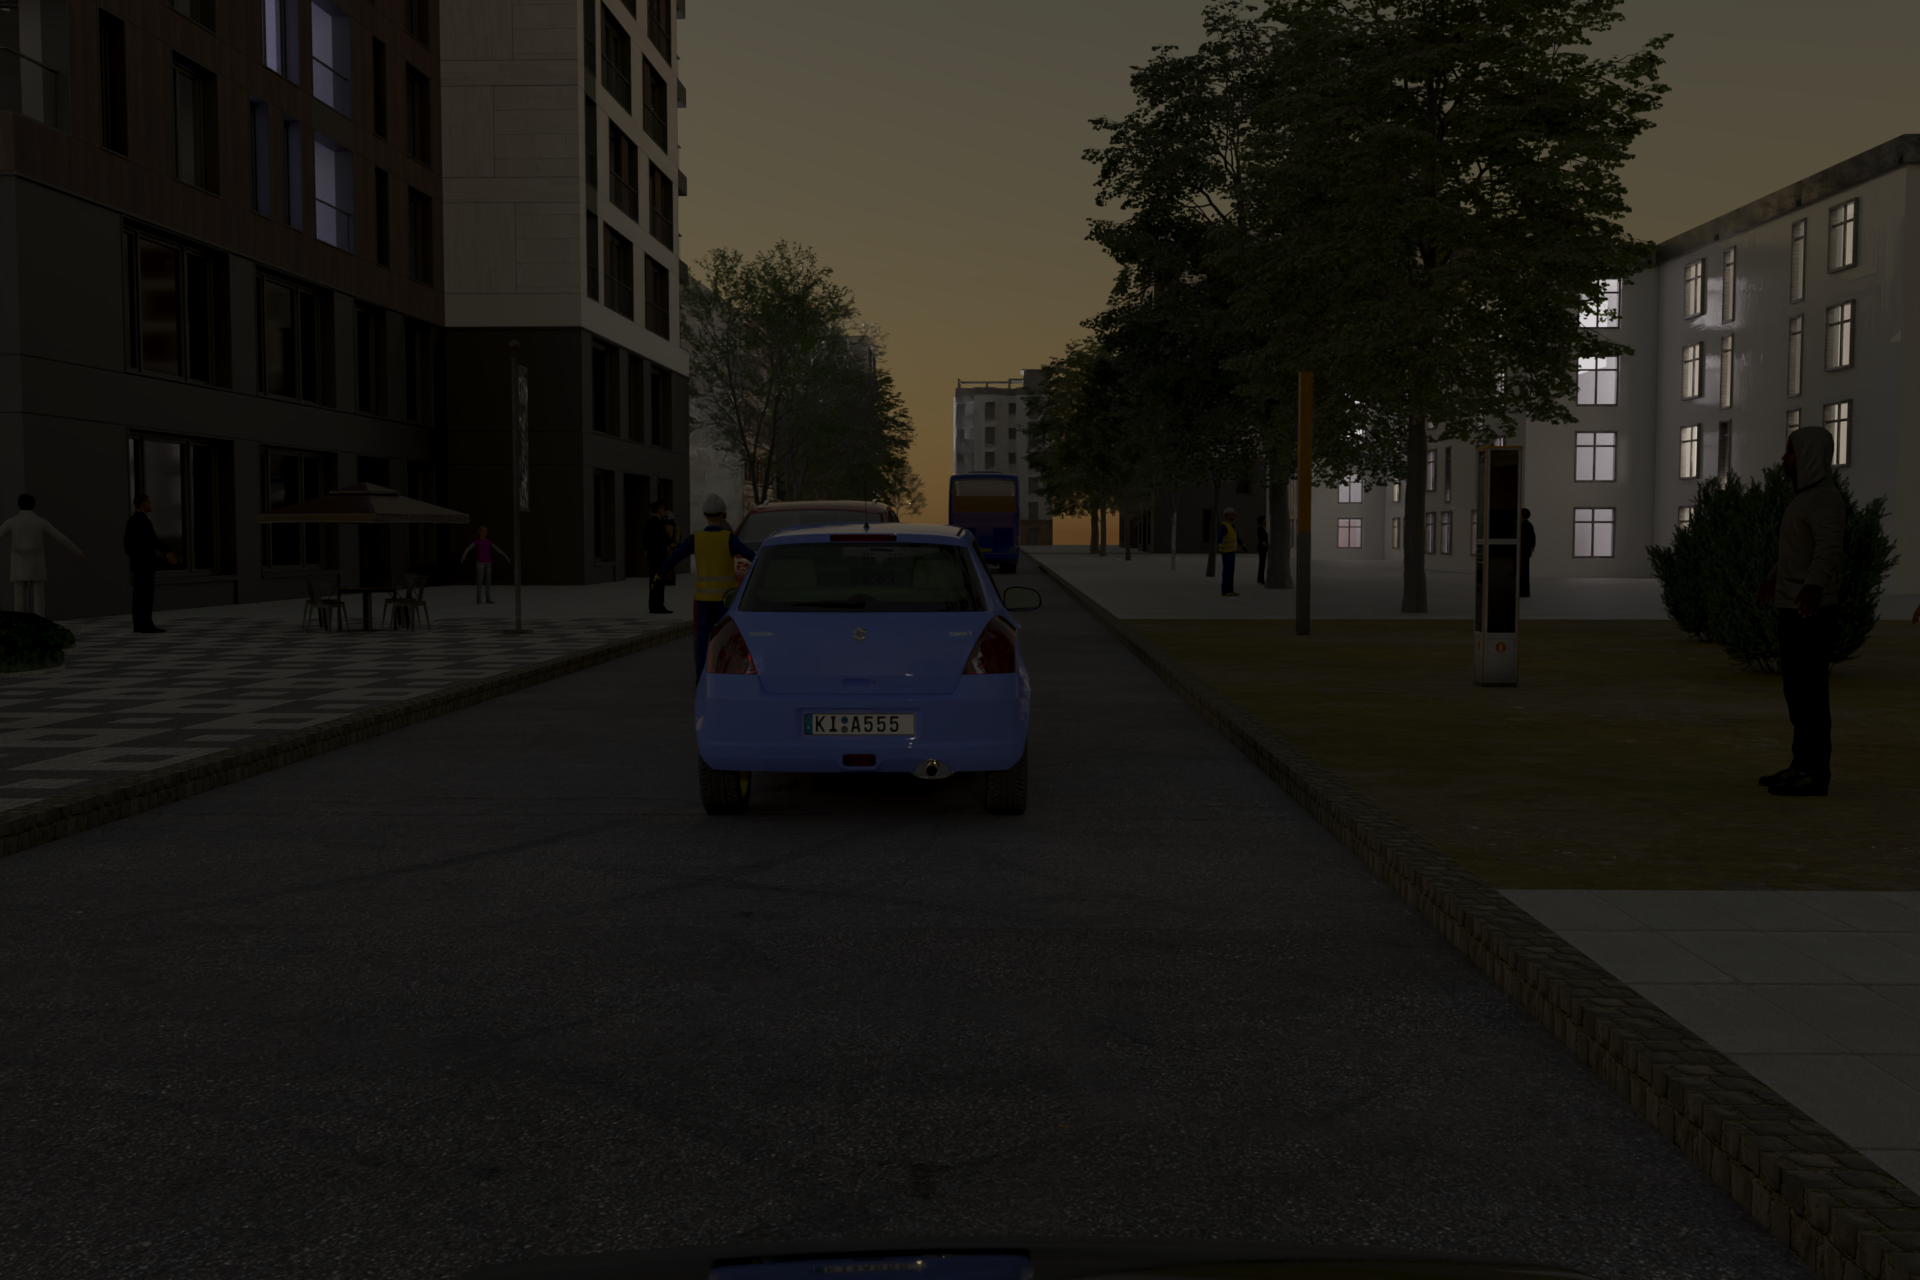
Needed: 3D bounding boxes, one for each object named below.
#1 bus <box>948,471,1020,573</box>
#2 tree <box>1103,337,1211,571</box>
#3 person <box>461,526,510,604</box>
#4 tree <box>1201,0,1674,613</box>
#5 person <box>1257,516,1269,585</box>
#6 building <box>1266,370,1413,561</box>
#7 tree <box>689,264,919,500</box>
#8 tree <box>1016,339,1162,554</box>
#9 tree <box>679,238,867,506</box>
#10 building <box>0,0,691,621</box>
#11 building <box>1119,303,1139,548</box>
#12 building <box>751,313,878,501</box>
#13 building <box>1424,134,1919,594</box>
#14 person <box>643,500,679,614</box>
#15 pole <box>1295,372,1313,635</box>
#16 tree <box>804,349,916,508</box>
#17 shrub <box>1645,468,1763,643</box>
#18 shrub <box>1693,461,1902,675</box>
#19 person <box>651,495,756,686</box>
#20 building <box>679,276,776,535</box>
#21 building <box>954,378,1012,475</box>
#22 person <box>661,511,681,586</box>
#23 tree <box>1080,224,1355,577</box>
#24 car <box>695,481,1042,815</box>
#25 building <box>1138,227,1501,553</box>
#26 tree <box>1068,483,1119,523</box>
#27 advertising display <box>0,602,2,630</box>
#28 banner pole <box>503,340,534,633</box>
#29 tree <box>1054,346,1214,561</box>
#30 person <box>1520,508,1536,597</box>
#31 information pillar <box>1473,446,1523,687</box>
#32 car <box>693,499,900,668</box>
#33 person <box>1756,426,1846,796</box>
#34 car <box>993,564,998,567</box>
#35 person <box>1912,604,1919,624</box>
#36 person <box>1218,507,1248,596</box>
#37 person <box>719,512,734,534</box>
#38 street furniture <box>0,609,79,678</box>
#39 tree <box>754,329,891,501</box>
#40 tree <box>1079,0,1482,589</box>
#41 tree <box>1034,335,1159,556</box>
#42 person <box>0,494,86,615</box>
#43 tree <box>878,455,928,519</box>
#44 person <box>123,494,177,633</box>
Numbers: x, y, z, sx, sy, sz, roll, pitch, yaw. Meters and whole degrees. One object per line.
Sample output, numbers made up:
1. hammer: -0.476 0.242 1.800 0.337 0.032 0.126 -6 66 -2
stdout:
1. bus: 0.966 -4.607 66.875 2.896 3.916 12.251 0 4 1
2. tree: 7.559 -6.707 60.019 4.360 8.622 3.978 0 3 0
3. person: -8.702 -1.375 31.743 0.599 1.433 0.991 3 5 44
4. tree: 7.716 -6.701 27.692 7.486 12.596 7.792 0 3 0
5. person: 7.741 -2.274 43.895 0.721 1.740 1.216 1 4 13
6. building: 21.707 -8.777 85.646 9.099 9.664 28.070 0 4 1
7. tree: -7.533 -10.333 79.319 12.009 13.543 11.850 0 3 0
8. tree: 8.527 -12.475 110.622 9.857 13.997 8.962 0 3 0
9. tree: -7.182 -8.332 61.990 9.928 11.665 9.643 0 3 0
10. building: -23.328 -12.037 40.774 27.936 21.610 32.646 0 4 2
11. building: 29.427 -19.907 169.453 27.936 21.610 32.646 0 4 2
12. building: -23.454 -20.351 176.709 27.936 21.610 32.646 0 4 1
13. building: 20.967 -6.627 50.501 9.099 9.664 28.070 0 4 2
14. person: -4.861 -1.349 27.988 0.705 1.837 1.347 -2 4 -33
15. pole: 4.349 -1.715 21.878 0.158 3.312 0.155 0 3 0
16. tree: -6.438 -11.536 106.740 7.486 12.596 7.792 0 3 0
17. shrub: 9.104 -1.012 20.585 1.661 2.075 1.752 0 3 0
18. shrub: 7.641 -0.722 15.851 1.661 2.075 1.752 0 3 0
19. person: -2.131 -0.385 15.220 1.216 1.772 0.721 0 4 6
20. building: -24.250 -18.282 129.836 19.493 23.208 18.063 0 4 1
21. building: -0.422 -21.075 203.453 11.380 20.090 16.016 0 4 6
22. person: -7.264 -2.283 43.101 0.705 1.858 1.354 1 4 22
23. tree: 7.620 -7.150 51.322 8.767 10.594 7.601 -1 4 -21
24. car: -0.478 -0.034 10.142 1.945 1.707 3.694 0 3 0
25. building: 27.388 -17.599 131.713 27.936 21.610 32.646 0 4 2
26. tree: 16.583 -17.900 203.042 12.009 13.543 11.850 0 3 0
27. advertising display: -6.596 -0.371 11.286 0.123 1.923 0.974 0 4 2
28. banner pole: -5.745 -1.997 22.666 0.401 3.779 0.863 0 4 1
29. tree: 8.258 -9.132 83.713 8.767 10.594 7.601 1 4 18
30. person: 11.410 -1.772 35.157 0.705 1.806 1.347 3 5 42
31. information pillar: 4.524 -0.617 14.575 0.304 2.012 0.304 0 4 2
32. car: -1.493 -0.600 18.490 2.281 1.827 5.304 0 4 2
33. person: 4.176 -0.151 8.605 0.705 1.813 1.348 1 4 17
34. car: 0.862 -4.137 77.862 2.015 1.641 3.980 0 4 1
35. person: 4.706 -0.062 7.163 1.345 1.843 0.704 1 4 15
36. person: 5.583 -1.823 35.783 0.705 1.833 1.349 2 4 32
37. person: -5.140 -1.898 37.308 0.705 1.796 1.348 2 4 27
38. street furniture: -12.168 0.038 15.013 5.734 0.657 10.072 2 4 34
39. tree: -7.554 -10.737 93.675 7.486 12.596 7.792 0 3 0
40. tree: 7.421 -8.179 40.389 9.857 13.997 8.962 0 3 0
41. tree: 7.948 -11.095 99.525 7.486 12.596 7.792 0 3 0
42. person: -12.213 -1.010 22.702 1.347 1.806 0.705 -2 4 -28
43. tree: -7.179 -16.423 202.930 7.601 10.594 8.767 0 4 3
44. person: -10.569 -0.994 22.474 1.346 1.802 0.704 3 5 42
